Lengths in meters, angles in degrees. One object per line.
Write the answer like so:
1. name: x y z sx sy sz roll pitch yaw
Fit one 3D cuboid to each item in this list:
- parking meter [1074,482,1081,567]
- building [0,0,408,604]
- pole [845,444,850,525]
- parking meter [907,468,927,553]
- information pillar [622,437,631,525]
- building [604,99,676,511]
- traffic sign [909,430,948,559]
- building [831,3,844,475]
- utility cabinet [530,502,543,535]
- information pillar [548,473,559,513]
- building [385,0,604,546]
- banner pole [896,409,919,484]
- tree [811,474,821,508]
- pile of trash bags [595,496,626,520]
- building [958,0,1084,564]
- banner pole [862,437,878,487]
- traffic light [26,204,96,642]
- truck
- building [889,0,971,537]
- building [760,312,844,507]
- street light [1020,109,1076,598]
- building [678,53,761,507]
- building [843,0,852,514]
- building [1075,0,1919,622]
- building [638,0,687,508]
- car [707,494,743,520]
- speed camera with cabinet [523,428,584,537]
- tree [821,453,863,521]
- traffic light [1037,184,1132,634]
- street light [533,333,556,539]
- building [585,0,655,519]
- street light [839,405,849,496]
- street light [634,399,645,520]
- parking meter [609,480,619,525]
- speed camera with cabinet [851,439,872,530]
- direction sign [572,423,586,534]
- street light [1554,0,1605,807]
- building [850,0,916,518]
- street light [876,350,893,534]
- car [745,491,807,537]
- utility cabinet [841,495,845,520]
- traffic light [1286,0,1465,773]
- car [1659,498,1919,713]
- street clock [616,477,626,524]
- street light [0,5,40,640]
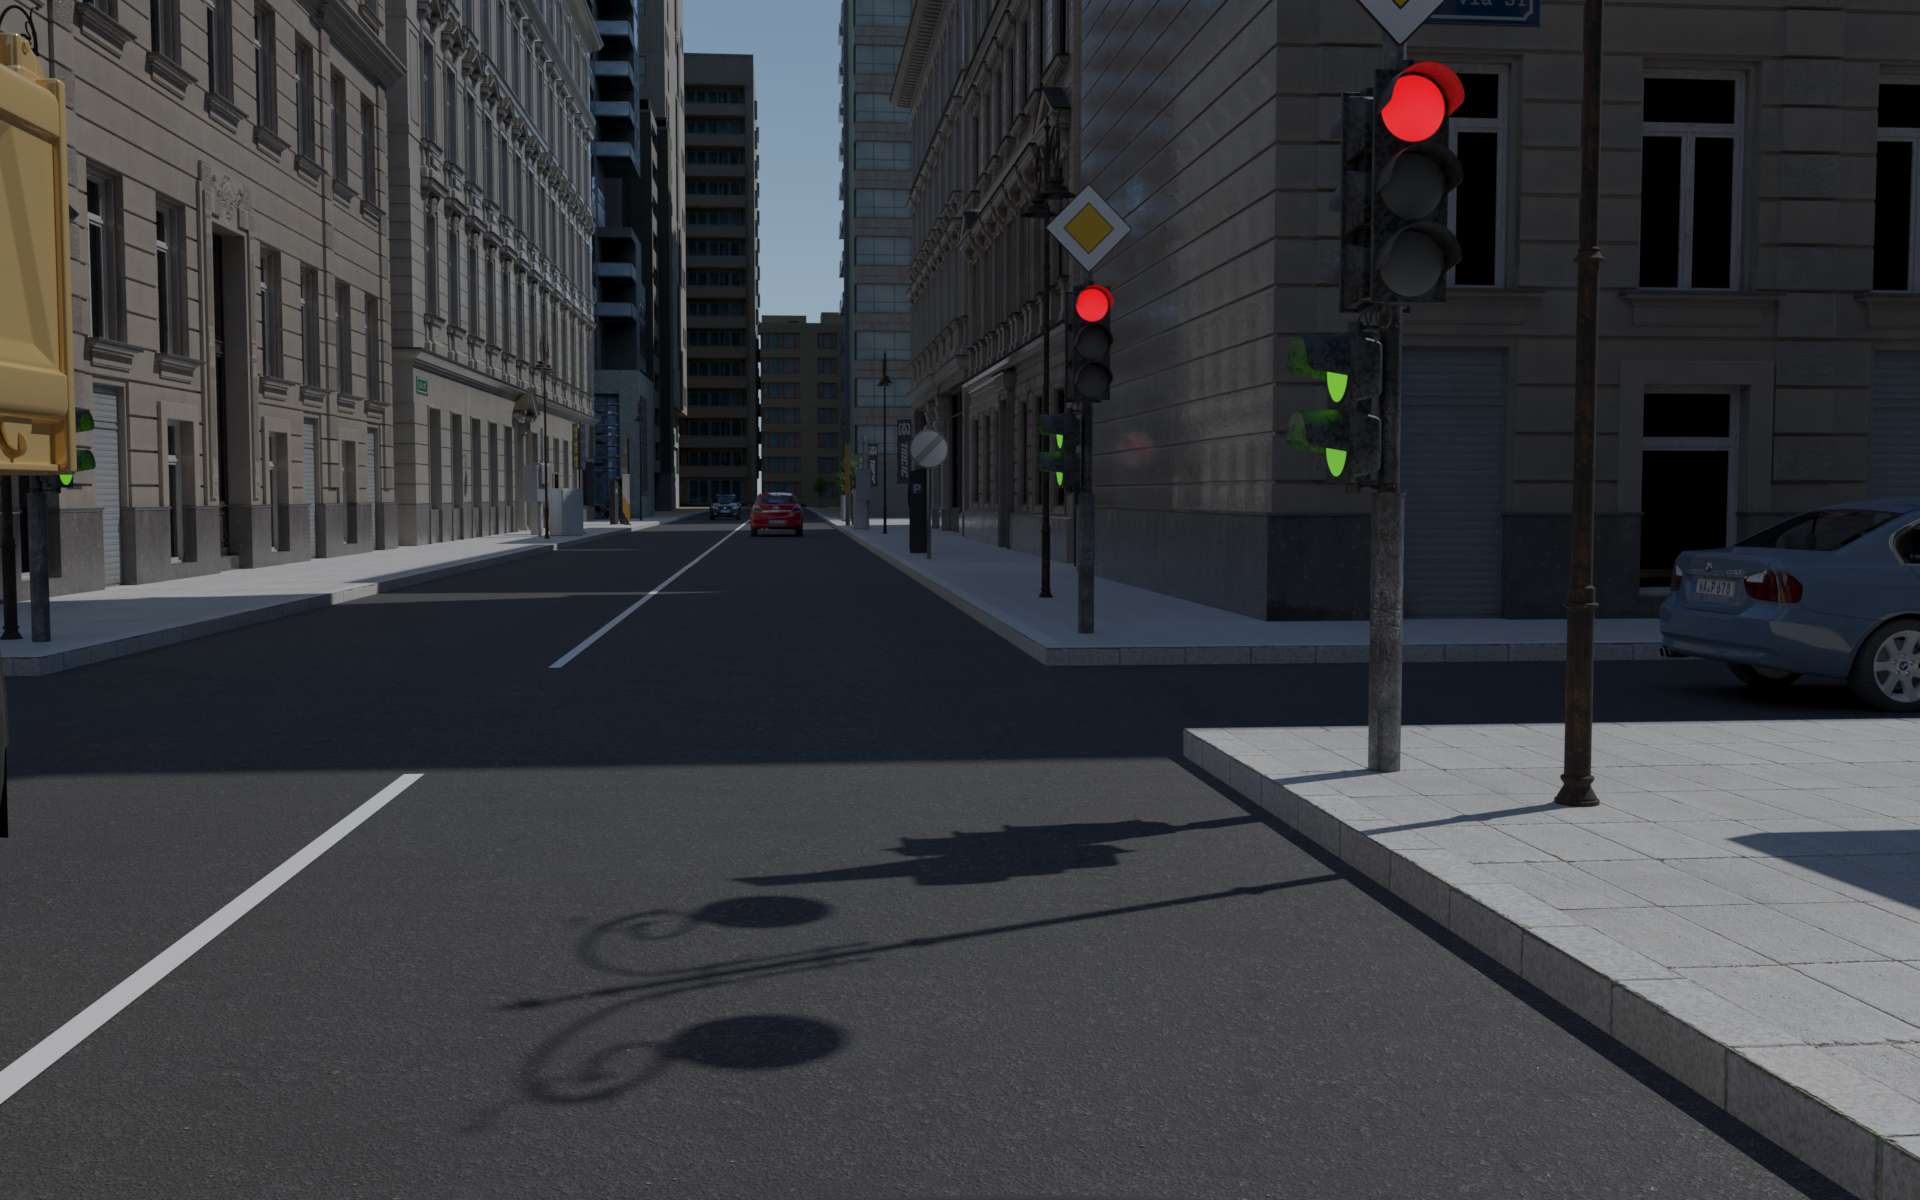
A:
1. parking meter: 2.155 -1.531 30.739 0.255 1.863 0.399 0 4 6
2. building: -17.641 -14.078 27.436 12.463 27.353 25.104 0 4 -6
3. pole: -4.597 -4.713 70.905 0.158 3.312 0.155 0 3 0
4. parking meter: -0.924 -1.948 37.560 0.399 1.863 0.255 1 4 8
5. information pillar: -13.852 -4.923 71.851 0.183 3.616 0.504 -3 4 -39
6. building: -28.449 -21.699 126.487 14.160 30.474 14.107 0 4 -6
7. traffic sign: -0.615 -2.090 34.275 0.768 2.556 0.104 0 4 -2
8. building: 0.796 -32.499 150.972 23.786 49.044 30.456 0 4 -6
9. utility cabinet: -13.308 -2.651 54.512 0.306 1.237 1.020 0 4 -8
10. information pillar: -14.075 -3.393 59.969 0.304 2.012 0.304 2 4 26
11. building: -23.371 -17.480 62.219 17.030 29.872 44.131 0 4 -6
12. banner pole: -1.487 -3.725 50.916 0.863 3.779 0.401 1 4 22
13. tree: -13.329 -10.600 167.905 1.663 3.219 1.824 0 3 0
14. pile of trash bags: -18.382 -4.770 87.735 3.447 1.369 1.912 2 4 35
15. building: 5.732 -10.777 40.826 10.561 19.102 19.286 0 4 -6
16. banner pole: -3.971 -5.237 75.642 0.863 3.779 0.401 1 4 13
17. traffic light: -7.969 -1.591 14.937 0.839 4.253 0.868 0 4 -6
18. truck: -4.199 -0.364 1.882 3.469 3.379 9.791 0 4 -6
19. building: 2.465 -13.487 71.428 10.553 20.767 40.483 0 4 -6
20. building: -7.098 -21.072 189.572 28.899 21.520 27.650 0 4 -6
21. street light: 1.066 -2.970 21.344 0.468 5.910 1.993 0 4 -6
22. building: -32.113 -34.227 183.314 21.600 48.544 21.300 0 4 -6
23. building: 2.350 -35.395 120.701 21.231 58.520 28.212 0 4 -6
24. building: 14.569 -13.831 23.407 25.104 27.353 12.463 0 4 -6
25. building: -37.301 -34.166 147.846 27.495 52.752 28.713 0 4 -6
26. car: -13.130 -5.331 96.946 2.009 1.686 4.222 0 4 -7
27. speed camera with cabinet: -12.357 -3.568 52.671 0.660 3.252 2.038 2 4 29
28. tree: -5.810 -5.729 88.276 1.663 3.219 1.824 0 3 0
29. traffic light: 1.144 -1.649 15.876 0.839 4.253 0.868 0 4 -6
30. street light: -11.892 -4.703 49.687 0.468 5.910 1.993 0 4 -6
31. building: -29.387 -48.280 102.054 22.319 86.520 31.000 0 4 -6
32. street light: -6.049 -7.189 90.321 0.468 5.910 1.993 0 4 -6
33. street light: -15.568 -6.823 84.347 0.468 5.910 1.993 0 4 -6
34. parking meter: -14.549 -4.105 72.834 0.255 1.863 0.399 1 4 14
35. speed camera with cabinet: -3.616 -4.217 63.282 0.660 3.252 2.038 0 4 -8
36. direction sign: -12.259 -3.901 55.781 0.379 3.537 0.876 1 4 13
37. street light: 2.559 -2.093 7.005 0.468 5.910 1.993 0 4 -6
38. building: 0.660 -25.458 99.840 14.154 41.232 14.086 0 4 -6
39. street light: -2.425 -5.080 55.839 0.468 5.910 1.993 0 4 -6
40. car: -6.353 -3.114 59.950 2.155 1.783 4.494 0 4 -6
41. utility cabinet: -5.629 -4.498 84.707 0.306 1.237 1.020 -1 4 -10
42. traffic light: 1.952 -1.163 7.932 0.839 4.253 0.868 0 4 -6
43. car: 7.348 -0.017 12.282 4.499 1.417 2.014 0 4 -6
44. street clock: -14.311 -4.209 73.385 0.471 2.002 0.358 -3 5 -41
45. street light: -8.391 -2.590 15.140 0.468 5.910 1.993 0 4 -6
